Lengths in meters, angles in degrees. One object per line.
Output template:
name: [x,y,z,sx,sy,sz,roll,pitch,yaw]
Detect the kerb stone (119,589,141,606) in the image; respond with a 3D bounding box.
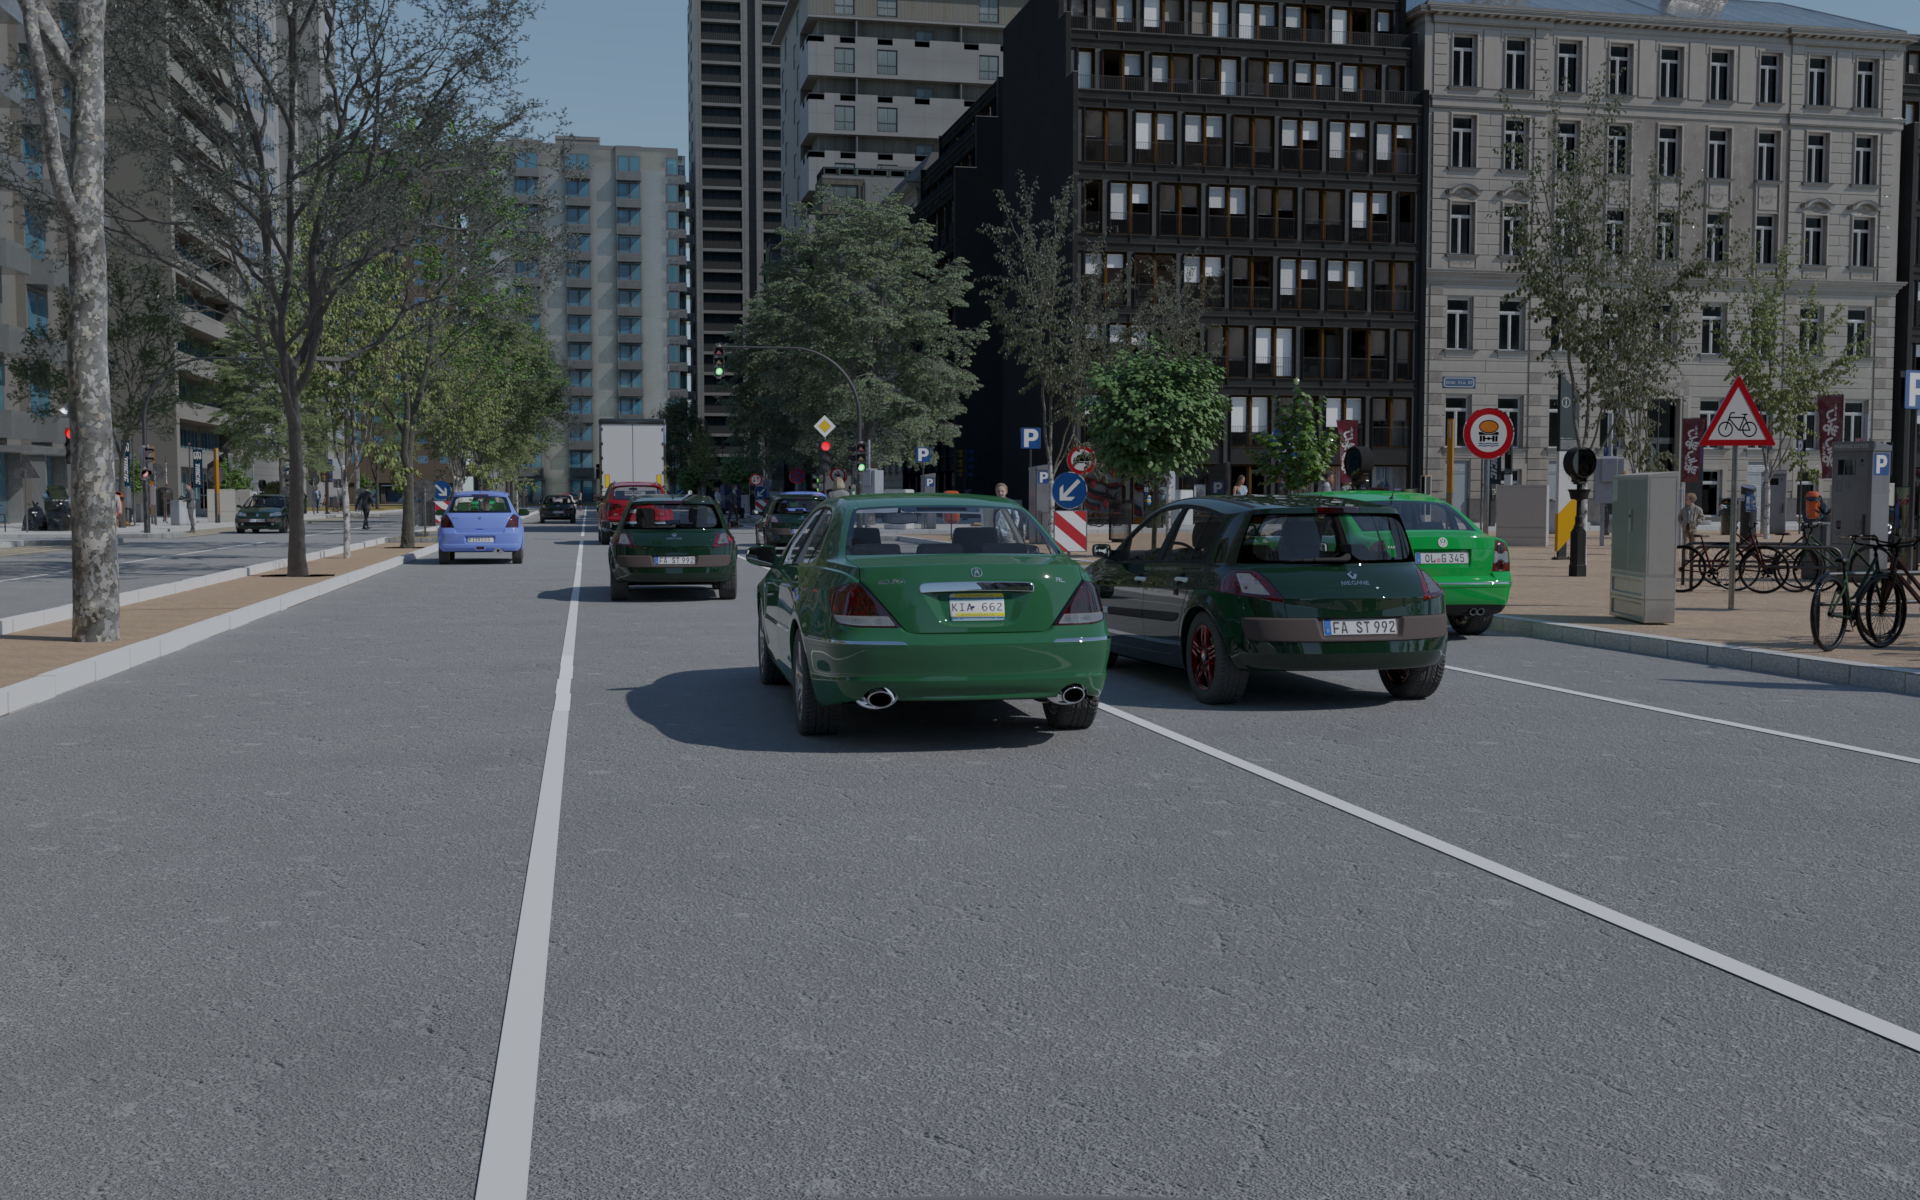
kerb stone: [-10.781,-0.007,22.317,0.120,0.150,1.000,-1,4,-12]

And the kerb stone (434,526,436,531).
kerb stone: [-20.163,-2.675,65.959,0.120,0.150,1.000,-1,4,-12]

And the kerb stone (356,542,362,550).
kerb stone: [-15.513,-1.355,44.351,0.120,0.150,1.000,-1,4,-12]

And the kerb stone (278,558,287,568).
kerb stone: [-13.147,-0.681,33.336,0.120,0.150,1.000,-1,4,-12]

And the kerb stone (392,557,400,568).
kerb stone: [-11.088,-0.708,33.768,0.120,0.150,1.000,-1,4,-12]

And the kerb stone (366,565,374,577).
kerb stone: [-10.232,-0.459,29.766,0.120,0.150,1.000,-1,4,-12]

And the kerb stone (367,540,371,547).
kerb stone: [-15.945,-1.478,46.354,0.120,0.150,1.000,-1,4,-12]

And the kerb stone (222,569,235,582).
kerb stone: [-12.070,-0.375,28.333,0.120,0.150,1.000,-1,4,-12]

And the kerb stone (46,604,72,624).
kerb stone: [-10.127,0.181,19.322,0.120,0.150,1.000,-1,4,-12]

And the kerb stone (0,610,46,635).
kerb stone: [-9.913,0.237,18.322,0.120,0.150,1.000,-1,4,-12]

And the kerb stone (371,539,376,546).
kerb stone: [-16.155,-1.539,47.354,0.120,0.150,1.000,-1,4,-12]

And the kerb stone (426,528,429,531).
kerb stone: [-19.512,-2.484,62.945,0.120,0.150,1.000,-1,4,-12]

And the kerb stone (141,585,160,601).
kerb stone: [-10.988,-0.069,23.318,0.120,0.150,1.000,-1,4,-12]

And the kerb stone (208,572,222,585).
kerb stone: [-11.853,-0.310,27.329,0.120,0.150,1.000,-1,4,-12]

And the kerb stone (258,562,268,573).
kerb stone: [-12.716,-0.559,31.331,0.120,0.150,1.000,-1,4,-12]

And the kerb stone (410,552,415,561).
kerb stone: [-11.735,-0.889,36.769,0.120,0.150,1.000,-1,4,-12]

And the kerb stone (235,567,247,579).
kerb stone: [-12.287,-0.436,29.332,0.120,0.150,1.000,-1,4,-12]

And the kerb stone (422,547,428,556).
kerb stone: [-12.379,-1.075,39.772,0.120,0.150,1.000,-1,4,-12]

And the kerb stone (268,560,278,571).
kerb stone: [-12.934,-0.617,32.329,0.120,0.150,1.000,-1,4,-12]

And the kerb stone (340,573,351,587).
kerb stone: [-9.587,-0.279,26.757,0.120,0.150,1.000,-1,4,-12]

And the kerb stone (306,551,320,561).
kerb stone: [-14.004,-0.927,37.352,0.120,0.150,1.000,-1,4,-12]

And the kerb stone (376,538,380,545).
kerb stone: [-16.376,-1.600,48.352,0.120,0.150,1.000,-1,4,-12]

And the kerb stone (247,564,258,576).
kerb stone: [-12.504,-0.493,30.331,0.120,0.150,1.000,-1,4,-12]

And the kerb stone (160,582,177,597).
kerb stone: [-11.208,-0.130,24.319,0.120,0.150,1.000,-1,4,-12]

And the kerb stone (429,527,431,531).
kerb stone: [-19.727,-2.553,63.946,0.120,0.150,1.000,-1,4,-12]

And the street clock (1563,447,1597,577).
street clock: [9.605,-1.365,26.882,0.471,2.002,0.358,-1,4,-21]

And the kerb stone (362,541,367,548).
kerb stone: [-15.728,-1.409,45.350,0.120,0.150,1.000,-1,4,-12]

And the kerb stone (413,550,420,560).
kerb stone: [-11.952,-0.952,37.773,0.120,0.150,1.000,-1,4,-12]

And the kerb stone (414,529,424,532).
kerb stone: [-19.074,-2.369,60.937,0.120,0.150,1.000,-1,4,-12]

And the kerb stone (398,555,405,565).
kerb stone: [-11.312,-0.769,34.765,0.120,0.150,1.000,-1,4,-12]

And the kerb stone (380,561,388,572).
kerb stone: [-10.665,-0.585,31.768,0.120,0.150,1.000,-1,4,-12]

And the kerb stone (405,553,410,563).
kerb stone: [-11.521,-0.830,35.765,0.120,0.150,1.000,-1,4,-12]

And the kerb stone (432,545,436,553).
kerb stone: [-12.814,-1.198,41.777,0.120,0.150,1.000,-1,4,-12]

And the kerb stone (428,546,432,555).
kerb stone: [-12.597,-1.137,40.778,0.120,0.150,1.000,-1,4,-12]

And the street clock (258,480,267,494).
street clock: [-35.110,-5.054,87.199,0.358,2.002,0.471,0,4,3]

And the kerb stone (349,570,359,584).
kerb stone: [-9.799,-0.340,27.768,0.120,0.150,1.000,-1,4,-12]

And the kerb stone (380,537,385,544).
kerb stone: [-16.587,-1.659,49.352,0.120,0.150,1.000,-1,4,-12]

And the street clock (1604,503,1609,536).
street clock: [19.994,-3.001,53.641,0.358,2.002,0.471,-1,4,-21]

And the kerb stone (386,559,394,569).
kerb stone: [-10.876,-0.647,32.768,0.120,0.150,1.000,-1,4,-12]

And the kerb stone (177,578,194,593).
kerb stone: [-11.415,-0.185,25.322,0.120,0.150,1.000,-1,4,-12]

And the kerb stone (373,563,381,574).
kerb stone: [-10.453,-0.524,30.768,0.120,0.150,1.000,-1,4,-12]

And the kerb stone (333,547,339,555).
kerb stone: [-14.656,-1.105,40.351,0.120,0.150,1.000,-1,4,-12]

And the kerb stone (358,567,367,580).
kerb stone: [-10.013,-0.402,28.768,0.120,0.150,1.000,-1,4,-12]

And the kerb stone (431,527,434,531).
kerb stone: [-19.940,-2.609,64.953,0.120,0.150,1.000,-1,4,-12]

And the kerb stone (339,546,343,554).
kerb stone: [-14.876,-1.171,41.349,0.120,0.150,1.000,-1,4,-12]

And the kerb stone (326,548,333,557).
kerb stone: [-14.439,-1.049,39.352,0.120,0.150,1.000,-1,4,-12]

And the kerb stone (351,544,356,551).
kerb stone: [-15.302,-1.294,43.350,0.120,0.150,1.000,-1,4,-12]

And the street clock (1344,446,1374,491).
street clock: [6.060,-1.333,26.357,0.358,2.002,0.471,-1,4,-22]

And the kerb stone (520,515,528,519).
kerb stone: [-26.295,-5.026,104.479,0.120,0.150,1.000,-1,4,-12]

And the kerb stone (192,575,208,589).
kerb stone: [-11.640,-0.252,26.322,0.120,0.150,1.000,-1,4,-12]

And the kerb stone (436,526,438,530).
kerb stone: [-20.373,-2.738,66.964,0.120,0.150,1.000,-1,4,-12]

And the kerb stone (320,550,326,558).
kerb stone: [-14.231,-0.987,38.352,0.120,0.150,1.000,-1,4,-12]

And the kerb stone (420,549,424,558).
kerb stone: [-12.169,-1.014,38.771,0.120,0.150,1.000,-1,4,-12]

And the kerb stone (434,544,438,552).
kerb stone: [-13.025,-1.259,42.777,0.120,0.150,1.000,-1,4,-12]
